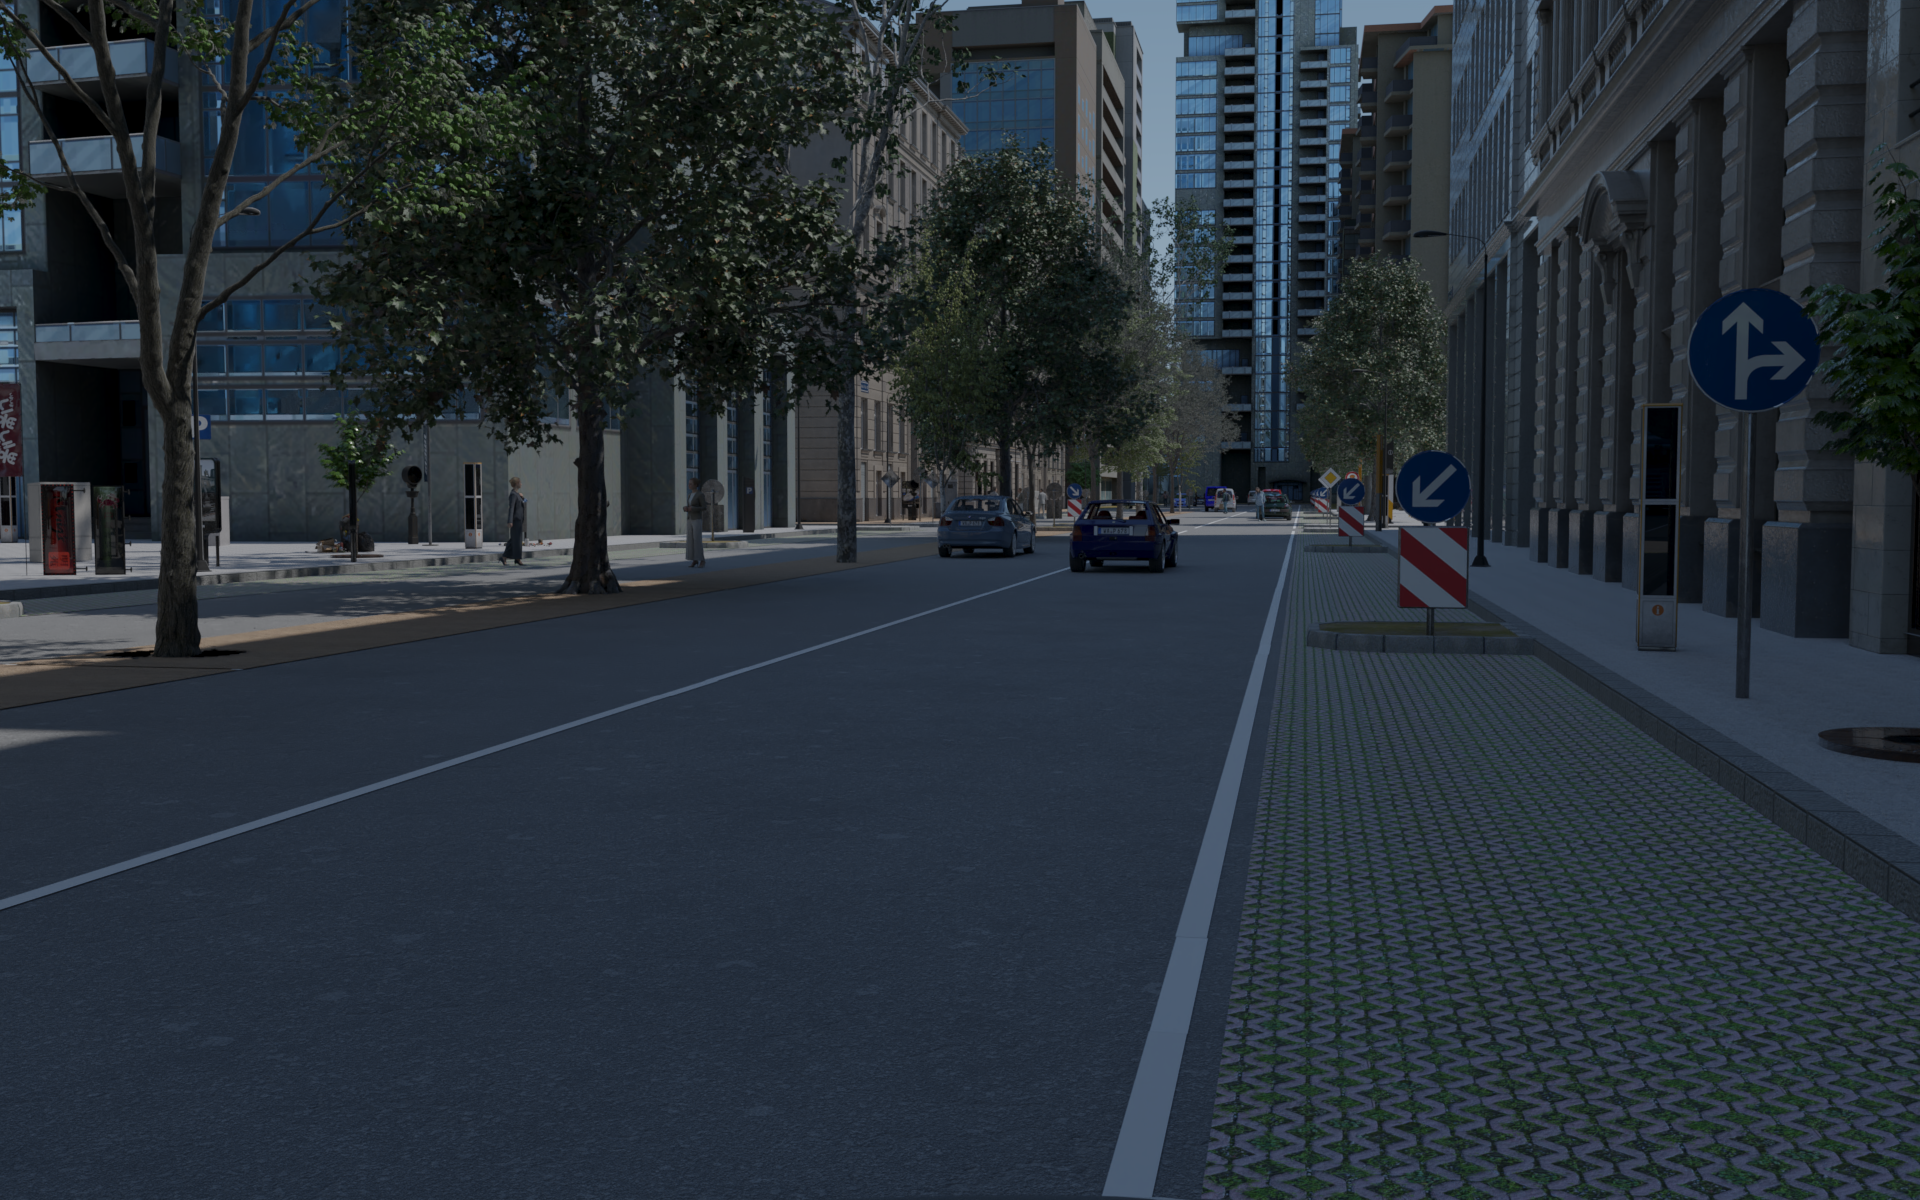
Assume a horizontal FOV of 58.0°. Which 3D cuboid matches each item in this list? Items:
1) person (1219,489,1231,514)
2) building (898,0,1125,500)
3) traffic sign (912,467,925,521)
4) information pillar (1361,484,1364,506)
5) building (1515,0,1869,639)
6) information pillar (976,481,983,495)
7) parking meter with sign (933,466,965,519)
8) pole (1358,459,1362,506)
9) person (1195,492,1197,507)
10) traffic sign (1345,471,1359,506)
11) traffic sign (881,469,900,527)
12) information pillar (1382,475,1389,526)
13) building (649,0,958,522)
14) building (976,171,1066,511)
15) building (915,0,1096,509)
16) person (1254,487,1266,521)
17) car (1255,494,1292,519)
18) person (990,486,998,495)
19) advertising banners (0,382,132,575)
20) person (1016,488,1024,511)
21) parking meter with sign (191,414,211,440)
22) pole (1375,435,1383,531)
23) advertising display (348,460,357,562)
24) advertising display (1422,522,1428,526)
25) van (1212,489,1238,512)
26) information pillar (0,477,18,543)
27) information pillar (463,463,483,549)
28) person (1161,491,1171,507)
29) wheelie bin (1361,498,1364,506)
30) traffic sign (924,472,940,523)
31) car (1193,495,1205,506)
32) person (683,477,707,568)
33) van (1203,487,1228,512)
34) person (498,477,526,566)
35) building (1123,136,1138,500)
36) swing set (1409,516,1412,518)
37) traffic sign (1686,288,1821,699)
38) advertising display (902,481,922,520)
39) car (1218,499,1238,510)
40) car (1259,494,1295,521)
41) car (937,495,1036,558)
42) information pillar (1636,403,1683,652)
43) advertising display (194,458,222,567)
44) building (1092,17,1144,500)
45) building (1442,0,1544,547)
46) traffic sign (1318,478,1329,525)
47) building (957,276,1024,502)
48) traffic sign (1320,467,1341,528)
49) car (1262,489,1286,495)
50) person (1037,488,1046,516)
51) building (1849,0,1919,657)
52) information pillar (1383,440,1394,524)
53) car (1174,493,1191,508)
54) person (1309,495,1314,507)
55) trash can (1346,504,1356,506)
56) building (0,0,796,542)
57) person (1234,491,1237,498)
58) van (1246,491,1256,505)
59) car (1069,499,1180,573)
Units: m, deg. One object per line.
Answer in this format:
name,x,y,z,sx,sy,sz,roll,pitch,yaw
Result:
person,18.882,-7.041,123.598,0.794,1.824,0.713,-2,4,-35
building,4.986,-33.831,176.845,21.300,48.544,21.600,1,4,11
traffic sign,-1.882,-4.967,81.310,0.768,2.556,0.104,1,4,15
information pillar,28.079,-7.148,121.367,0.304,2.012,0.304,2,4,33
building,13.931,-11.864,22.850,11.050,23.489,19.941,1,4,11
information pillar,1.060,-5.669,97.188,0.304,2.012,0.304,0,4,4
parking meter with sign,-0.536,-5.774,90.666,1.738,3.016,0.543,-1,4,-22
pole,22.777,-6.412,98.673,0.158,3.312,0.155,0,3,0
person,26.748,-11.401,195.625,0.721,1.735,1.217,1,4,11
traffic sign,22.013,-5.942,97.256,0.768,2.556,0.104,1,4,12
traffic sign,-2.739,-3.949,68.208,0.795,2.450,0.064,1,4,11
information pillar,16.007,-3.723,65.359,0.304,2.012,0.304,0,4,8
building,-7.922,-17.933,90.473,12.463,27.353,25.104,1,4,11
building,1.020,-20.622,134.430,12.463,27.353,25.104,1,4,11
building,4.646,-31.077,158.227,14.600,45.320,14.200,1,4,11
person,15.689,-5.001,90.534,0.793,1.790,0.793,-2,4,-25
car,18.229,-5.452,100.946,2.131,1.459,4.920,1,4,12
person,1.698,-4.487,82.060,0.606,1.804,0.583,3,5,44
advertising banners,-14.203,-1.903,27.298,2.074,3.025,0.090,-1,4,-9
person,3.092,-4.964,90.218,0.362,1.759,0.519,-2,4,-26
parking meter with sign,-17.063,-2.596,38.698,0.543,3.016,1.738,-2,4,-27
pole,14.391,-4.012,59.443,0.158,3.312,0.155,0,3,0
advertising display,-11.535,-1.693,32.897,0.123,1.923,0.974,-1,4,-19
advertising display,11.068,-2.192,41.057,0.123,1.923,0.974,1,4,22
van,21.000,-7.963,137.198,2.013,2.044,4.112,1,4,10
information pillar,-24.911,-2.498,45.329,0.304,2.012,0.304,0,4,-1
information pillar,-11.394,-2.204,40.530,0.304,2.012,0.304,1,4,15
person,22.911,-11.237,192.940,1.217,1.736,0.721,-1,4,-20
wheelie bin,27.387,-6.644,116.530,0.693,1.594,0.980,-2,4,-33
traffic sign,-1.188,-4.428,76.042,0.795,2.450,0.064,1,4,11
car,28.256,-11.654,203.116,1.945,1.354,3.894,1,4,12
person,-5.219,-1.518,33.877,0.519,1.759,0.362,3,5,43
van,21.053,-8.417,142.001,2.240,2.365,5.245,1,4,9
person,-8.868,-1.557,34.383,0.534,1.772,0.576,-2,4,-31
building,12.080,-31.207,193.823,14.154,41.232,14.086,1,4,11
swing set,25.822,-5.902,94.123,3.119,2.851,2.862,1,4,12
traffic sign,4.925,-0.656,10.825,0.768,2.556,0.104,1,4,16
advertising display,-2.359,-4.861,84.693,0.974,1.923,0.123,1,4,8
car,23.927,-8.906,155.392,2.009,1.686,4.222,1,4,11
car,17.251,-5.189,94.621,2.009,1.686,4.222,1,4,12
car,0.641,-1.742,40.492,2.014,1.417,4.499,1,4,11
information pillar,5.723,-0.593,14.184,0.304,2.012,0.304,1,4,18
advertising display,-13.555,-1.564,30.782,0.974,1.923,0.123,1,4,20
building,8.164,-41.207,215.740,28.212,58.520,21.231,1,4,11
building,20.073,-16.469,46.753,11.434,29.767,29.804,1,4,11
traffic sign,15.431,-4.226,72.744,0.795,2.450,0.064,1,4,11
building,-2.016,-15.138,112.142,10.561,19.102,19.286,1,4,11
traffic sign,13.880,-3.747,64.910,0.795,2.450,0.064,1,4,11
car,24.664,-7.855,137.101,2.281,1.827,5.304,1,4,12
person,5.003,-6.013,107.008,0.606,1.804,0.583,-3,4,-36
building,10.986,-9.178,4.805,10.420,20.320,16.860,1,4,11
information pillar,18.381,-5.078,74.380,0.504,3.616,0.183,-1,4,-9
car,23.233,-10.519,181.569,1.945,1.707,3.694,1,4,12
person,37.226,-10.602,182.369,0.721,1.766,1.217,-2,4,-34
trash can,25.581,-6.220,113.354,0.748,1.137,0.748,0,3,0
building,-23.697,-45.468,56.067,31.000,86.520,22.319,1,4,11
person,33.181,-12.208,208.552,0.568,1.767,0.683,0,4,-3
van,37.550,-13.090,221.027,2.013,2.044,4.112,1,4,10
car,3.159,-1.246,32.953,1.945,1.354,3.894,1,4,12
